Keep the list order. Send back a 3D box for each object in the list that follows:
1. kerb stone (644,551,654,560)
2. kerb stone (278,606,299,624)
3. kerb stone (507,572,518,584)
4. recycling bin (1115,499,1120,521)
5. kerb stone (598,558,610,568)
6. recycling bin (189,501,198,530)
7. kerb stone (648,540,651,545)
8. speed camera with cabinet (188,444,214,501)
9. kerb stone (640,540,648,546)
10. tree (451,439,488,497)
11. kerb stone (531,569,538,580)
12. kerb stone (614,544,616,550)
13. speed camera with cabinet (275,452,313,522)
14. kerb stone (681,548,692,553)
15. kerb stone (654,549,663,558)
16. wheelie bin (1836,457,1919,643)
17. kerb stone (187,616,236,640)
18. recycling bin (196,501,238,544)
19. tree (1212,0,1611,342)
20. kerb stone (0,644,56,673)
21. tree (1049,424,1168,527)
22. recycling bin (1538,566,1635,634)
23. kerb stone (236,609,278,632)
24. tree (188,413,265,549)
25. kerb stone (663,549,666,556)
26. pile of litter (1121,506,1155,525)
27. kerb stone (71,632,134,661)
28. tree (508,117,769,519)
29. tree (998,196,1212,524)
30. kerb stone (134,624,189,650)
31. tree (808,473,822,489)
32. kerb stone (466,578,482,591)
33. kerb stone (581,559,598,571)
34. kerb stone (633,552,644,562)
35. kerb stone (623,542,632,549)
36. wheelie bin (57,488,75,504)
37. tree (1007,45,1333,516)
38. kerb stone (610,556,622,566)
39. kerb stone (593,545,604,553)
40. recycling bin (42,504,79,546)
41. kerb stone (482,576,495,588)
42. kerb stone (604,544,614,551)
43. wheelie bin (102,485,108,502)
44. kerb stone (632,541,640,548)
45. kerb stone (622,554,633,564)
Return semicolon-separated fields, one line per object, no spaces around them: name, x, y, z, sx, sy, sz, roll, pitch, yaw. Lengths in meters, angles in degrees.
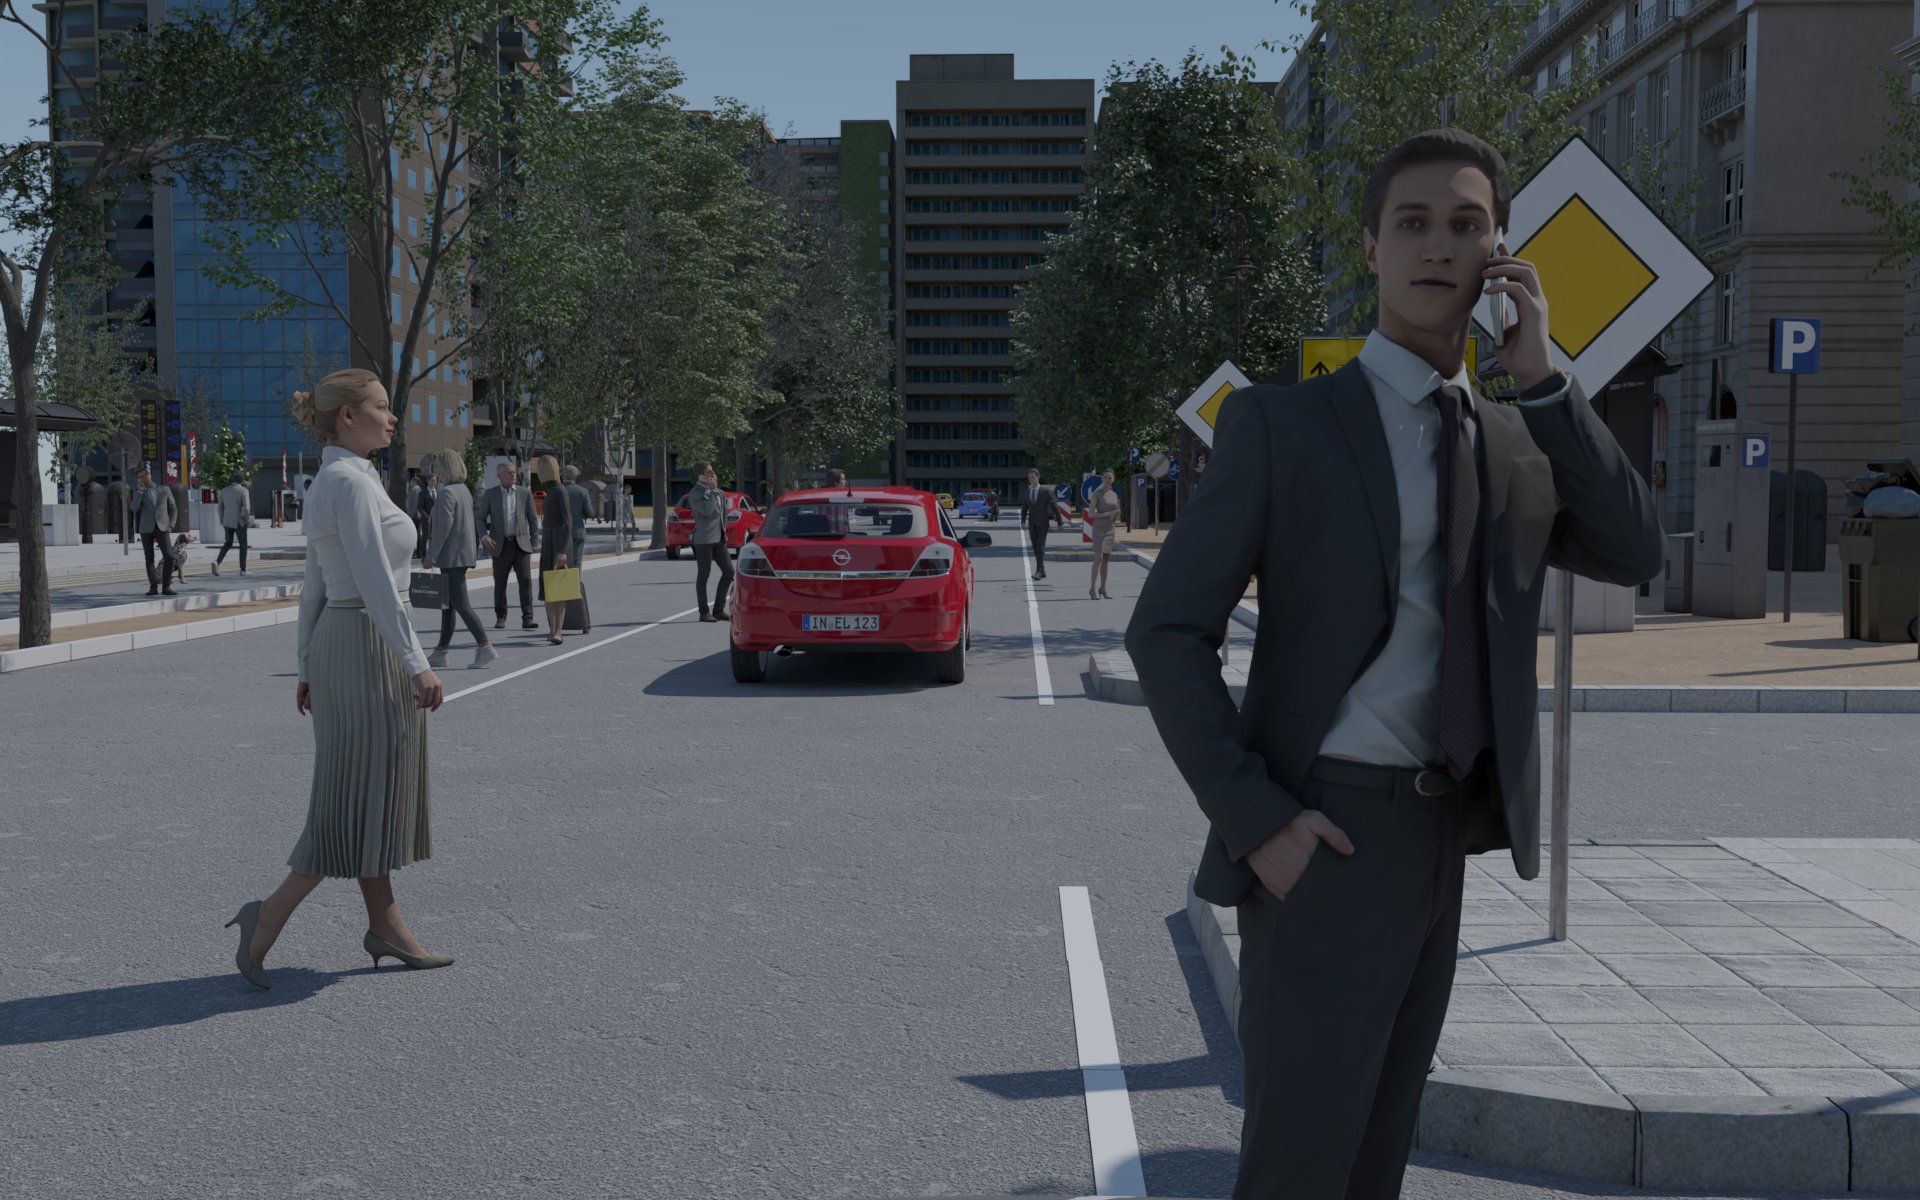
kerb stone;-6.928;-0.959;37.921;0.120;0.150;1.000;0;4;2
kerb stone;-7.532;0.167;19.481;0.120;0.150;1.000;0;4;2
kerb stone;-7.265;-0.335;27.672;0.120;0.150;1.000;0;4;2
recycling bin;7.375;-4.341;83.532;0.722;1.027;0.722;-2;4;-27
kerb stone;-7.060;-0.711;33.823;0.120;0.150;1.000;0;4;2
recycling bin;-27.485;-3.034;62.156;0.722;1.027;0.722;0;4;-7
kerb stone;-8.698;-1.591;48.209;0.120;0.150;1.000;0;4;2
speed camera with cabinet;-30.420;-4.526;68.333;2.038;3.252;0.660;2;4;25
kerb stone;-8.727;-1.528;47.186;0.120;0.150;1.000;0;4;2
tree;-16.853;-3.973;59.554;1.663;3.219;1.824;0;3;0
kerb stone;-7.238;-0.396;28.694;0.120;0.150;1.000;0;4;2
kerb stone;-8.825;-1.341;44.119;0.120;0.150;1.000;0;4;2
speed camera with cabinet;-31.211;-5.303;81.047;0.660;3.252;2.038;2;4;24
kerb stone;-6.754;-1.269;43.038;0.120;0.150;1.000;0;4;2
kerb stone;-6.888;-1.020;38.951;0.120;0.150;1.000;0;4;2
wheelie bin;8.105;-0.441;15.126;0.693;1.594;0.980;0;4;-2
kerb stone;-7.602;0.293;17.437;0.120;0.150;1.000;0;4;2
recycling bin;-19.276;-1.989;45.070;0.722;1.027;0.722;3;4;38
tree;4.791;-4.156;18.319;4.737;8.622;4.395;0;3;0
kerb stone;-7.704;0.482;14.347;0.120;0.150;1.000;0;4;2
tree;6.675;-5.182;68.447;4.285;4.588;4.351;0;3;0
recycling bin;5.838;-0.229;16.303;0.722;1.027;0.722;-1;4;-17
kerb stone;-7.567;0.230;18.459;0.120;0.150;1.000;0;4;2
tree;-17.309;-2.849;41.188;1.663;3.219;1.824;0;3;0
kerb stone;-6.862;-1.087;39.972;0.120;0.150;1.000;0;4;2
pile of litter;7.483;-3.577;72.454;1.176;0.858;1.719;-2;4;-24
kerb stone;-7.673;0.419;15.379;0.120;0.150;1.000;0;4;2
tree;-16.364;-14.183;87.773;12.611;20.169;13.585;0;3;0
tree;6.577;-10.312;75.250;9.857;13.997;8.962;0;3;0
kerb stone;-7.630;0.358;16.404;0.120;0.150;1.000;0;4;2
tree;-13.543;-10.190;161.200;1.663;3.219;1.824;0;3;0
kerb stone;-7.329;-0.210;25.625;0.120;0.150;1.000;0;4;2
kerb stone;-7.093;-0.646;32.798;0.120;0.150;1.000;0;4;2
kerb stone;-6.963;-0.890;36.900;0.120;0.150;1.000;0;4;2
kerb stone;-8.794;-1.402;45.142;0.120;0.150;1.000;0;4;2
wheelie bin;-31.264;-3.231;60.734;0.693;1.594;0.980;-2;4;-28
tree;5.772;-7.812;44.732;9.611;12.733;9.660;0;3;0
kerb stone;-7.033;-0.773;34.845;0.120;0.150;1.000;0;4;2
kerb stone;-8.892;-1.216;42.073;0.120;0.150;1.000;0;4;2
recycling bin;-22.321;-1.851;42.816;0.722;1.027;0.722;2;4;30
kerb stone;-7.302;-0.268;26.647;0.120;0.150;1.000;0;4;2
kerb stone;-8.862;-1.278;43.097;0.120;0.150;1.000;0;4;2
wheelie bin;-30.946;-3.359;62.833;0.980;1.594;0.693;0;4;7
kerb stone;-8.759;-1.464;46.164;0.120;0.150;1.000;0;4;2
kerb stone;-6.993;-0.837;35.875;0.120;0.150;1.000;0;4;2
